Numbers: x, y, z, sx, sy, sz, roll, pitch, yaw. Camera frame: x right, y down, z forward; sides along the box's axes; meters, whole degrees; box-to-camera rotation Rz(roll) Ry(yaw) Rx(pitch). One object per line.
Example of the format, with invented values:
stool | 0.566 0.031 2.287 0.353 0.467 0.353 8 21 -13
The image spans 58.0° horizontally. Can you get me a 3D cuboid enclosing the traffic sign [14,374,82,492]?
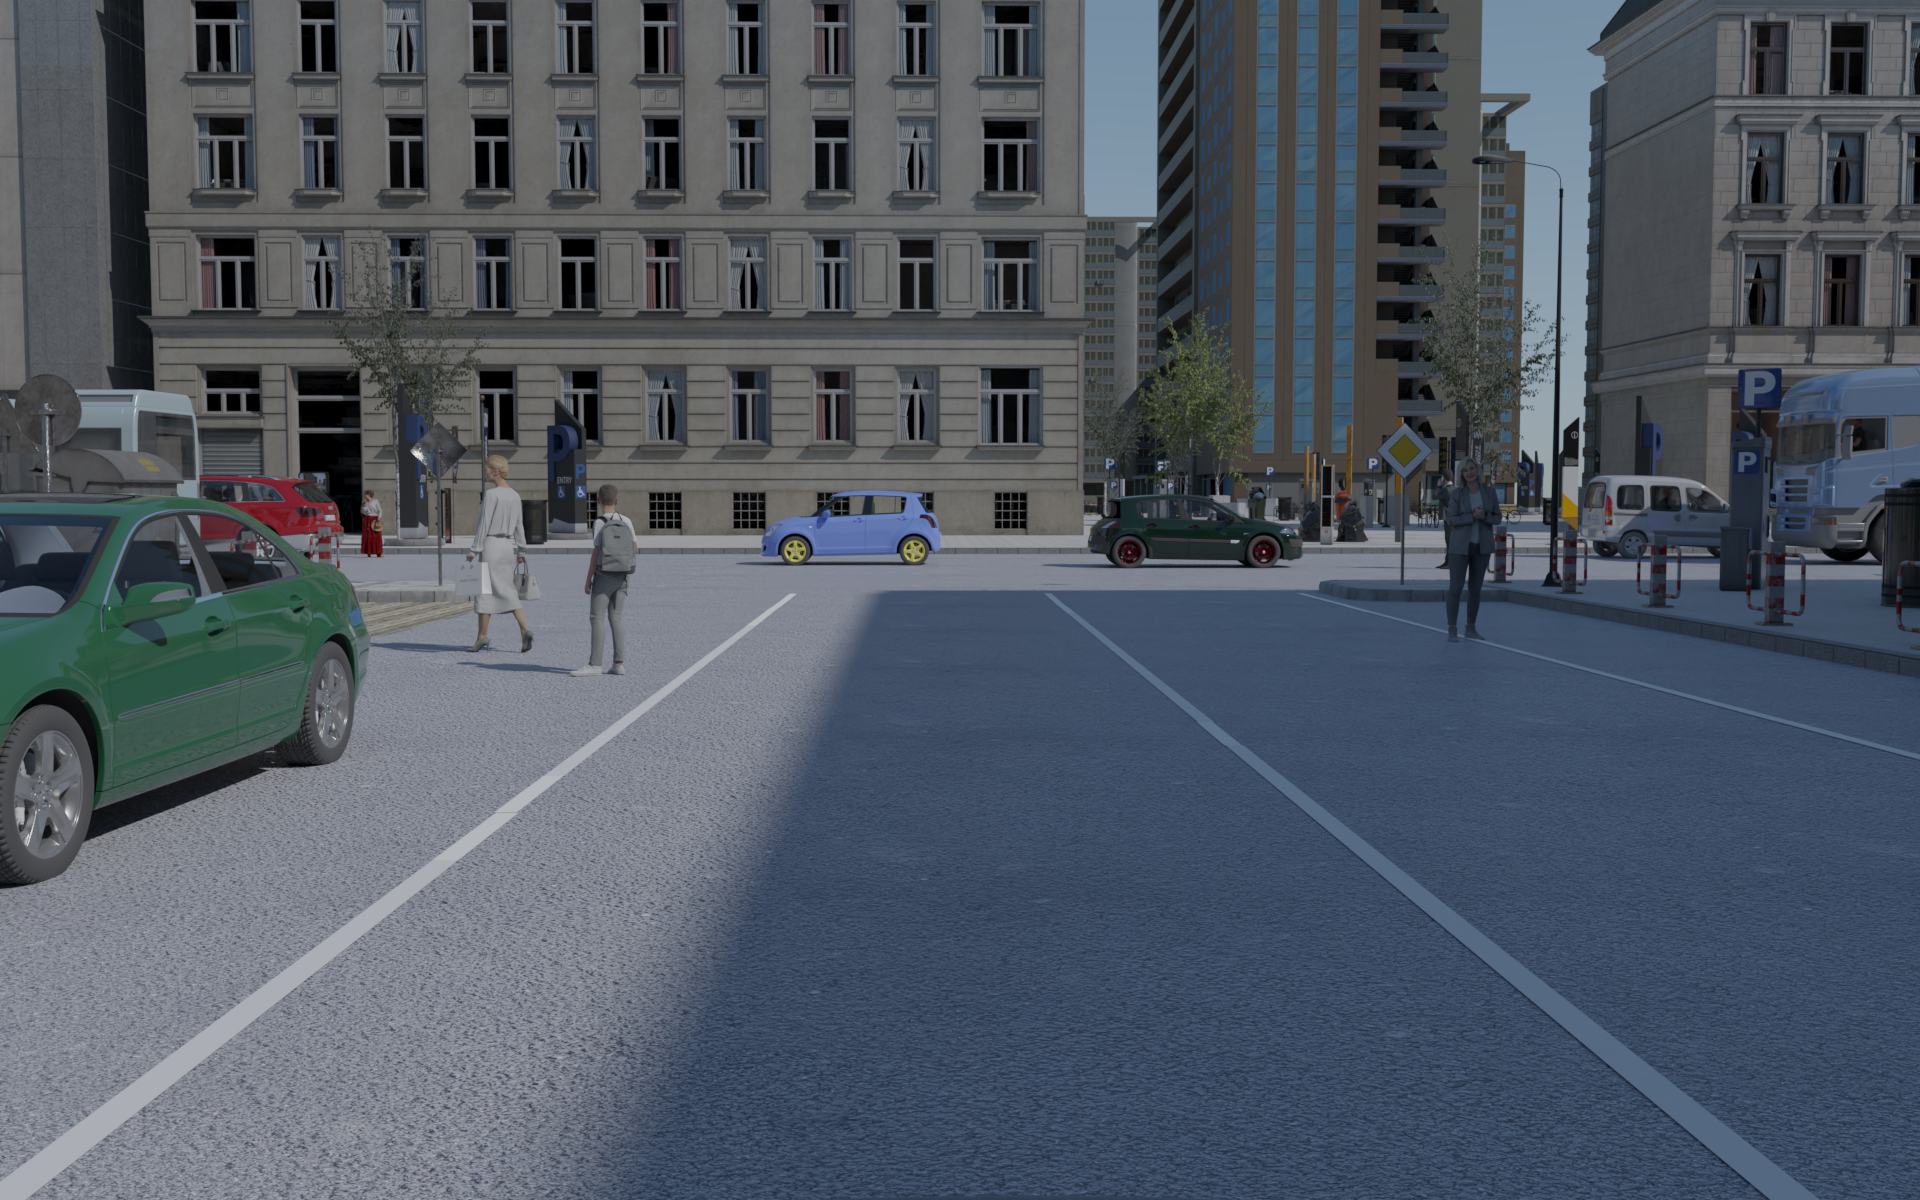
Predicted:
traffic sign | -9.673 -1.117 18.373 0.768 2.556 0.104 0 4 7

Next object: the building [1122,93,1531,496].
building | 32.851 -28.683 160.854 32.217 40.220 23.993 0 4 -1

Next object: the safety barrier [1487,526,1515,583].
safety barrier | 7.796 -0.655 24.989 0.300 0.817 1.120 0 4 -1

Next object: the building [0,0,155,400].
building | -36.337 -14.702 58.406 19.932 24.808 12.078 0 4 -1

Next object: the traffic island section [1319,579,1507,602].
traffic island section | 6.261 -0.133 24.463 2.009 0.180 2.903 0 4 -1

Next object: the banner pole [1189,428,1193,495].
banner pole | 8.710 -4.614 65.458 0.401 3.779 0.863 1 4 12

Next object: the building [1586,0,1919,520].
building | 24.954 -12.729 59.030 40.483 20.767 10.553 0 4 -1

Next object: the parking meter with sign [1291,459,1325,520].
parking meter with sign | 17.125 -5.470 85.703 1.738 3.016 0.543 1 4 19

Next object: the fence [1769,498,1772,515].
fence | 48.041 -5.656 103.681 2.264 1.192 0.480 3 5 40

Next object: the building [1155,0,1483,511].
building | 27.657 -31.439 137.735 21.300 48.544 21.600 0 4 -1

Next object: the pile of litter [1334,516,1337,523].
pile of litter | 16.769 -3.911 77.908 1.176 0.858 1.719 0 4 7

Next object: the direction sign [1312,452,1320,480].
direction sign | 19.205 -6.210 93.529 0.379 3.537 0.876 -1 4 -14

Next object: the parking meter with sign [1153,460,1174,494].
parking meter with sign | 10.973 -5.833 91.636 0.543 3.016 1.738 -1 4 -17

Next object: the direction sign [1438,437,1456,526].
direction sign | 19.365 -4.689 68.670 0.876 3.537 0.379 -1 4 -15

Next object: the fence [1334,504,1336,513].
fence | 22.066 -5.206 100.492 2.069 0.683 0.278 -3 5 -40

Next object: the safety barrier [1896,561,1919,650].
safety barrier | 8.016 0.003 14.220 0.300 0.817 1.120 0 4 -1

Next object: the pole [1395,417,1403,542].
pole | 11.677 -3.194 46.058 0.158 3.312 0.155 0 3 0

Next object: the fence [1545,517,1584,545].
fence | 15.592 -1.786 44.572 0.278 0.683 2.069 3 5 40

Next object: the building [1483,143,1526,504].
building | 62.072 -34.871 220.258 14.200 45.320 14.600 0 4 -1

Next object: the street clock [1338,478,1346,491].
street clock | 16.896 -4.395 76.433 0.358 2.002 0.471 3 5 40

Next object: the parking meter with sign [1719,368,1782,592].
parking meter with sign | 10.674 -1.663 23.456 0.543 3.016 1.738 2 4 32

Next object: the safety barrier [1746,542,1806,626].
safety barrier | 7.964 -0.162 16.922 0.300 0.817 1.120 0 4 -1

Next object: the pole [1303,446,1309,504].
pole | 14.829 -4.912 74.162 0.158 3.312 0.155 0 3 0

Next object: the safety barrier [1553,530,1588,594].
safety barrier | 7.852 -0.491 22.300 0.300 0.817 1.120 0 4 -1

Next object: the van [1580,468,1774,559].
van | 16.218 -1.960 39.053 4.112 2.044 2.013 0 4 -1

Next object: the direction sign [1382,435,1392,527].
direction sign | 16.399 -4.559 66.533 0.379 3.537 0.876 3 4 38

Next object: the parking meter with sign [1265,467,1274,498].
parking meter with sign | 19.848 -7.028 111.163 0.543 3.016 1.738 0 4 8

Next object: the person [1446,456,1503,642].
person | 5.026 -0.504 16.916 0.537 1.800 0.526 1 4 9

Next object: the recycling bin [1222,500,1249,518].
recycling bin | 8.077 -2.373 51.345 0.722 1.027 0.722 2 4 31

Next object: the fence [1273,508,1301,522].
fence | 14.004 -3.493 72.492 2.069 0.683 0.278 3 5 39

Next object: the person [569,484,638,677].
person | -2.798 -0.160 13.709 0.523 1.515 0.503 0 4 4

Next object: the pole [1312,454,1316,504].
pole | 17.961 -5.758 87.984 0.158 3.312 0.155 0 3 0

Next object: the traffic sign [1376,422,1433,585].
traffic sign | 6.238 -1.269 24.386 0.795 2.450 0.064 0 4 -1

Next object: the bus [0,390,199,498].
bus | -20.985 -2.238 31.451 13.247 3.499 2.948 0 3 0

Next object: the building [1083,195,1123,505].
building | 13.519 -32.780 227.837 23.993 40.220 32.217 0 4 -1

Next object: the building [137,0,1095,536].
building | -10.543 -13.864 59.961 30.059 22.955 16.112 0 4 -1

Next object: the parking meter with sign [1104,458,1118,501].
parking meter with sign | 7.285 -5.300 82.915 0.543 3.016 1.738 0 4 -3

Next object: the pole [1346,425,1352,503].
pole | 11.465 -3.500 51.066 0.158 3.312 0.155 0 3 0

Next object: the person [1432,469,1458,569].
person | 9.275 -1.542 33.071 0.474 1.900 0.648 2 4 27

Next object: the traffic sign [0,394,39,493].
traffic sign | -12.384 -1.375 22.490 0.884 2.594 0.081 0 4 4

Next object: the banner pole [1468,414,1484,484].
banner pole | 15.793 -3.866 53.230 0.401 3.779 0.863 -2 4 -29

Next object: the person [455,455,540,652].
person | -4.153 -0.412 15.595 0.624 1.780 0.694 3 4 38

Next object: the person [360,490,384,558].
person | -13.270 -1.721 39.098 0.523 1.526 0.387 0 4 -4

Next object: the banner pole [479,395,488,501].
banner pole | -12.122 -3.315 44.220 0.401 3.779 0.863 0 4 -2

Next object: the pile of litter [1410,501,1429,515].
pile of litter | 28.856 -5.809 108.946 1.176 0.858 1.719 0 4 8

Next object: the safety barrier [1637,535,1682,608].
safety barrier | 7.907 -0.326 19.607 0.300 0.817 1.120 0 4 -1

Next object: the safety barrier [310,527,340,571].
safety barrier | -8.825 -0.599 24.074 0.300 0.817 1.120 0 4 -1

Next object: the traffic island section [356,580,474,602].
traffic island section | -7.277 -0.117 24.191 2.009 0.180 2.903 0 4 -1

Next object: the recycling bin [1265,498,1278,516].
recycling bin | 17.975 -5.352 100.052 0.722 1.027 0.722 1 4 15

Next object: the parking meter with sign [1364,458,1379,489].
parking meter with sign | 19.944 -5.388 84.355 0.543 3.016 1.738 0 4 3

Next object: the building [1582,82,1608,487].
building | 69.462 -29.508 166.048 14.086 41.232 14.154 0 4 -1

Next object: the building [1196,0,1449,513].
building | 24.530 -28.733 119.899 14.600 45.320 14.200 0 4 -1

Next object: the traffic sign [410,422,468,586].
traffic sign | -7.254 -1.253 24.130 0.795 2.450 0.064 0 4 -1
